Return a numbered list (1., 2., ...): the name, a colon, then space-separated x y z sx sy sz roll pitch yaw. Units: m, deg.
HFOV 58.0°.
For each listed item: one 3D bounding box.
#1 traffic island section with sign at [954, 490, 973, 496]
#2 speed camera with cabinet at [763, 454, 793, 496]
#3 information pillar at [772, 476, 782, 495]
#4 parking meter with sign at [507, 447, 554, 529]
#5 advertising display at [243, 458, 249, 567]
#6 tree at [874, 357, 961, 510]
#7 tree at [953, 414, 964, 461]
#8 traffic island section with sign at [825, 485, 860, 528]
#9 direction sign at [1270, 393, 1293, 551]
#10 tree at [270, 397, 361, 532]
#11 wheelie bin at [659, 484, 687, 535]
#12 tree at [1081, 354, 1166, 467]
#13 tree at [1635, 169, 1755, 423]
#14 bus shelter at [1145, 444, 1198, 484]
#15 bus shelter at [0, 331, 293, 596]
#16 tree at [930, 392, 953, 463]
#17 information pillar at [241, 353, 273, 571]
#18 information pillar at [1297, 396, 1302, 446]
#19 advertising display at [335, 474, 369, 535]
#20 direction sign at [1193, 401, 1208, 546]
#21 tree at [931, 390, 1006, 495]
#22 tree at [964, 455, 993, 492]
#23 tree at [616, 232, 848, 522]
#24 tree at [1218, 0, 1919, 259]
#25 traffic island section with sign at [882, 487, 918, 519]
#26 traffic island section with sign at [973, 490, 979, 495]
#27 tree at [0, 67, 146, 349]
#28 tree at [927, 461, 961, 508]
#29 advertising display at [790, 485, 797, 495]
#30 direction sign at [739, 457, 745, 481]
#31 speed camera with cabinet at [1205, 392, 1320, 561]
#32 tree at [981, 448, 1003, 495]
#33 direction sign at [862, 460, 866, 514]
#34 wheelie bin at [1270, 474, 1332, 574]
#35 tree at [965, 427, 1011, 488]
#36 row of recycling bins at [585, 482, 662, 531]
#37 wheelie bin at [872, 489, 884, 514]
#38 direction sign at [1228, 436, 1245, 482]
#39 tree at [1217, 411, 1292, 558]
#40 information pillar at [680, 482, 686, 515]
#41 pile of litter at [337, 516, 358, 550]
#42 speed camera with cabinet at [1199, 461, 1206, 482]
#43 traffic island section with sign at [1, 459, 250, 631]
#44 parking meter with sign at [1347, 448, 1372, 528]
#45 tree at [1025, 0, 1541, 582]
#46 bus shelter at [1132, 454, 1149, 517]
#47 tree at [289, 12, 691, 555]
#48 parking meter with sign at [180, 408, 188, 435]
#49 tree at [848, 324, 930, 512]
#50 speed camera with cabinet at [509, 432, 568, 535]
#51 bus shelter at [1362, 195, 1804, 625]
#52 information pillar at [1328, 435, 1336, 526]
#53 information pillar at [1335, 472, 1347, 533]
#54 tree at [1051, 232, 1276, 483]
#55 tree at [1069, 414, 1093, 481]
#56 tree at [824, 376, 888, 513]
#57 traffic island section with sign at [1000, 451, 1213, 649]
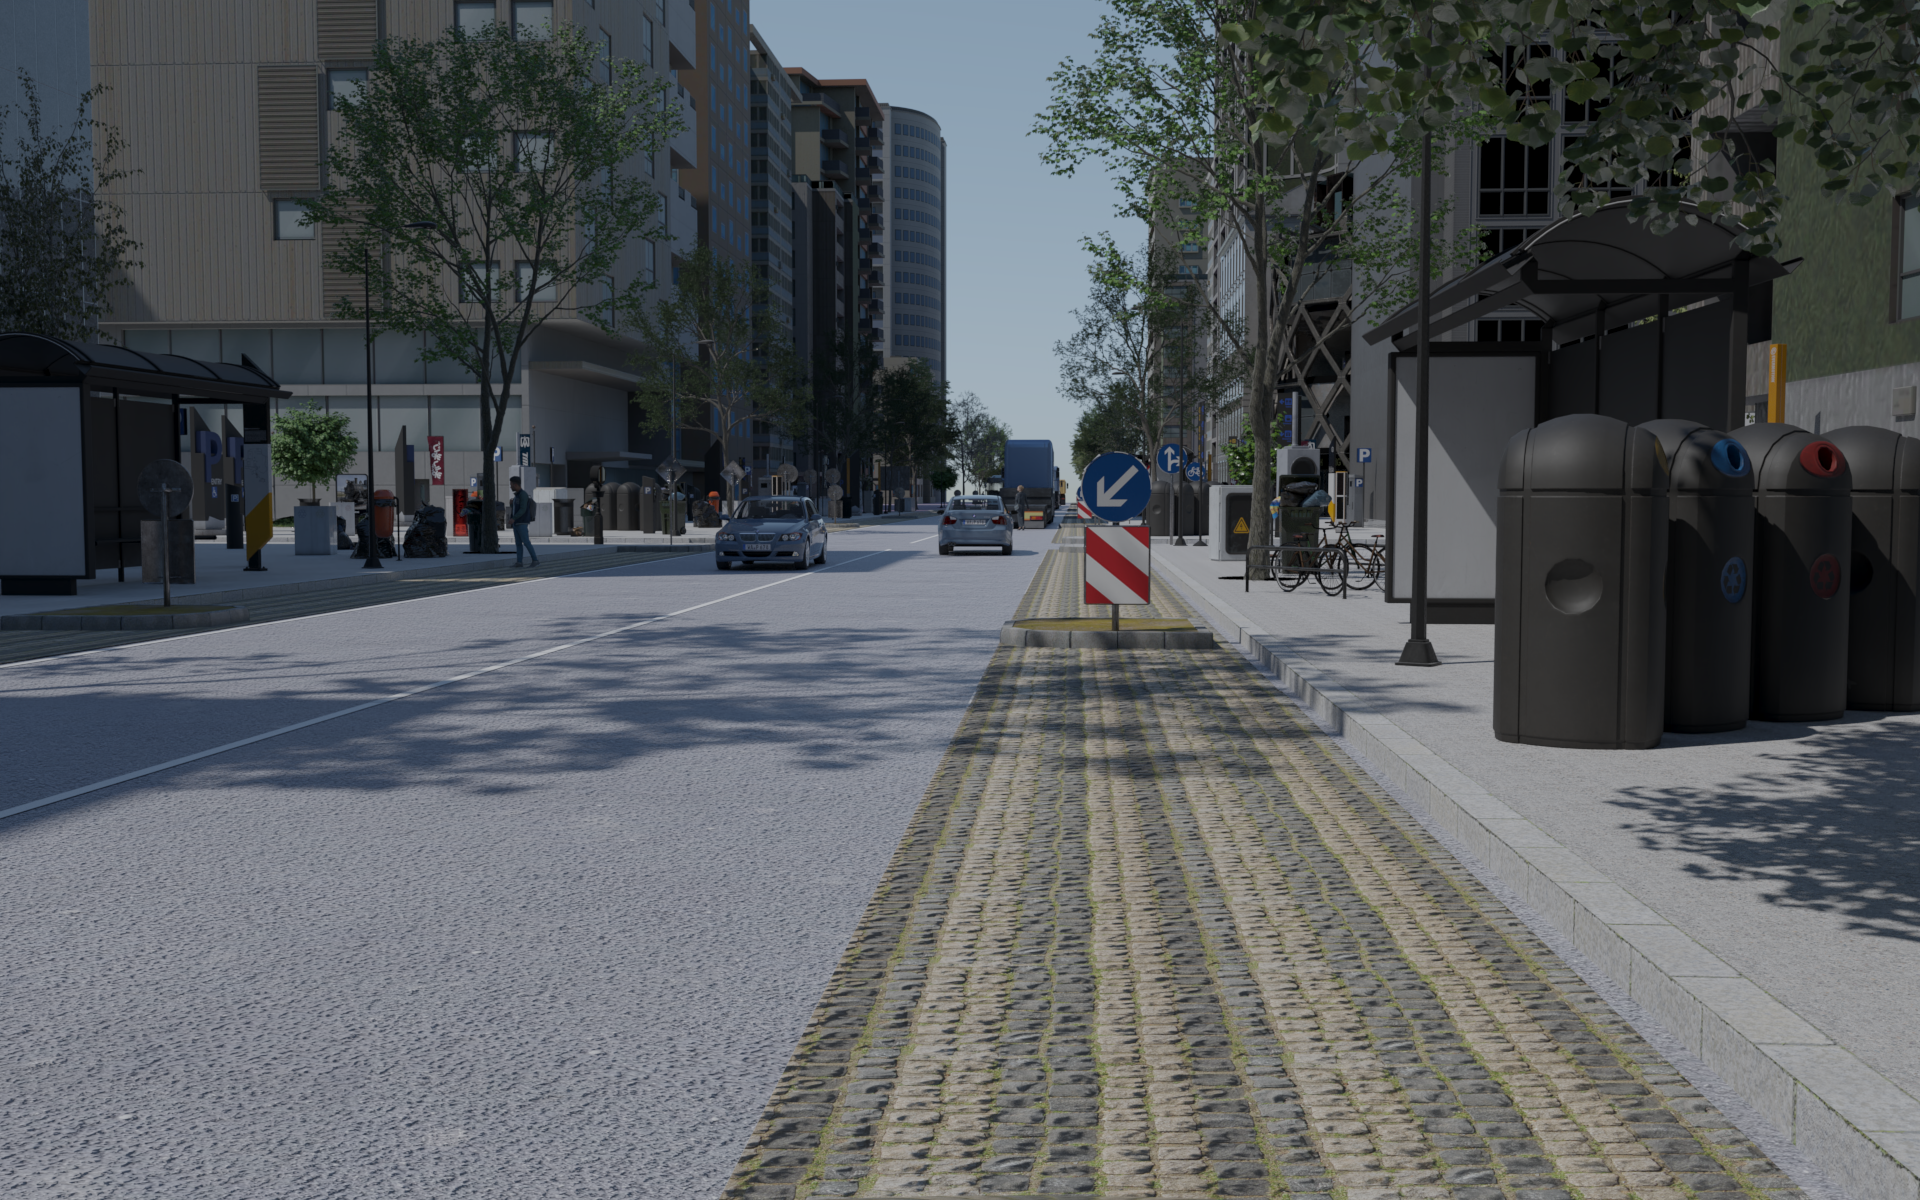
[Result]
1. traffic island section with sign: -0.165 -8.727 151.309 1.989 1.847 2.006 0 4 4
2. speed camera with cabinet: -8.932 -5.546 85.019 0.660 3.252 2.038 -3 4 -36
3. information pillar: -7.380 -4.005 69.971 0.304 2.012 0.304 3 5 41
4. parking meter with sign: -15.939 -4.151 64.135 1.738 3.016 0.543 0 4 -7
5. advertising display: -12.530 -1.549 30.544 0.123 1.923 0.974 -2 4 -26
6. tree: -3.700 -13.754 143.001 7.486 12.596 7.792 0 3 0
7. tree: -3.304 -12.186 133.658 8.767 10.594 7.601 2 4 29
8. traffic island section with sign: -5.329 -3.998 73.998 1.989 1.847 2.006 0 4 4
9. direction sign: 7.028 -2.872 38.947 0.876 3.537 0.379 0 4 7
10. tree: -21.970 -4.586 58.701 4.285 4.588 4.351 0 3 0
11. wheelie bin: -9.052 -2.860 54.664 0.980 1.594 0.693 2 4 34
12. tree: 8.746 -8.554 90.228 4.360 8.622 3.978 0 3 0
13. tree: 16.414 -5.317 37.289 4.737 8.622 4.395 0 3 0
14. bus shelter: 8.865 -4.835 72.977 2.014 3.302 5.546 0 4 4
15. bus shelter: -11.568 -1.860 24.339 2.014 3.302 5.546 0 4 4
16. tree: -4.595 -11.377 120.422 7.601 10.594 8.767 0 4 -2
17. information pillar: -11.675 -2.288 28.760 0.504 3.616 0.183 1 4 16
18. information pillar: 7.997 -3.065 41.470 0.183 3.616 0.504 -2 4 -24
19. advertising display: -19.186 -3.025 54.673 0.974 1.923 0.123 -2 4 -27
20. direction sign: 5.921 -3.093 42.561 0.379 3.537 0.876 0 4 0
21. tree: 0.567 -17.858 202.348 12.009 13.543 11.850 0 3 0
22. tree: 2.439 -17.448 235.641 4.360 8.622 3.978 0 3 0
23. tree: -8.562 -7.820 62.268 7.601 10.594 8.767 0 4 5
24. tree: 3.664 -5.967 4.224 9.857 13.997 8.962 0 3 0
25. traffic island section with sign: -3.503 -5.665 101.255 1.989 1.847 2.006 0 4 4
26. traffic island section with sign: 1.649 -10.395 178.579 1.989 1.847 2.006 0 4 4
27. tree: -15.678 -4.823 29.223 4.360 8.622 3.978 0 3 0
28. tree: -1.571 -11.047 164.328 4.285 4.588 4.351 0 3 0
29. advertising display: -11.992 -7.375 125.796 0.123 1.923 0.974 3 4 36
30. direction sign: -13.361 -6.988 106.252 0.379 3.537 0.876 1 4 17
31. speed camera with cabinet: 5.862 -2.385 33.333 2.038 3.252 0.660 -1 4 -12
32. tree: 3.881 -18.283 249.295 4.737 8.622 4.395 0 3 0
33. direction sign: -6.362 -7.484 114.368 0.379 3.537 0.876 -1 4 -17
34. wheelie bin: 5.491 -1.222 27.885 0.980 1.594 0.693 0 4 7
35. tree: 5.490 -22.471 284.409 9.611 12.733 9.660 0 3 0
36. row of recycling bins: -11.819 -3.282 60.774 3.534 1.692 1.069 2 4 35
37. wheelie bin: -5.185 -6.218 109.567 0.693 1.594 0.980 -1 4 -18
38. direction sign: 10.851 -4.620 67.526 0.876 3.537 0.379 3 4 39
39. tree: 5.953 -2.485 35.233 1.663 3.219 1.824 0 3 0
40. information pillar: -17.197 -6.301 107.515 0.304 2.012 0.304 0 4 8
41. pile of litter: -14.319 -1.617 40.399 1.176 0.858 1.719 -2 4 -29
42. speed camera with cabinet: 15.517 -6.781 105.209 2.038 3.252 0.660 0 4 -8
43. traffic island section with sign: -8.995 -0.635 19.004 1.989 1.847 2.006 0 4 4
44. parking meter with sign: 15.240 -4.294 66.474 0.543 3.016 1.738 0 4 -4
45. tree: 4.516 -6.091 25.351 9.928 11.665 9.643 0 3 0
46. bus shelter: 10.120 -6.714 101.061 1.731 3.624 6.357 0 4 4
47. tree: -9.958 -6.802 36.973 9.928 11.665 9.643 0 3 0
48. parking meter with sign: -16.305 -2.341 34.530 0.543 3.016 1.738 2 4 28
49. tree: -6.609 -9.694 92.910 8.767 10.594 7.601 -1 4 -9
50. speed camera with cabinet: -13.501 -3.738 55.454 2.038 3.252 0.660 2 4 31
51. bus shelter: 4.830 -1.259 14.501 2.014 3.302 5.546 0 4 4
52. information pillar: 14.928 -4.776 69.440 0.183 3.616 0.504 -1 4 -13
53. information pillar: 12.507 -3.199 56.802 0.304 2.012 0.304 2 4 28
54. tree: 7.014 -7.744 61.027 8.767 10.594 7.601 1 4 17
55. tree: 18.380 -19.648 239.364 7.486 12.596 7.792 0 3 0
56. tree: -6.292 -9.591 107.179 4.360 8.622 3.978 0 3 0
57. traffic island section with sign: 1.402 -0.506 16.902 1.989 1.847 2.006 0 4 4
